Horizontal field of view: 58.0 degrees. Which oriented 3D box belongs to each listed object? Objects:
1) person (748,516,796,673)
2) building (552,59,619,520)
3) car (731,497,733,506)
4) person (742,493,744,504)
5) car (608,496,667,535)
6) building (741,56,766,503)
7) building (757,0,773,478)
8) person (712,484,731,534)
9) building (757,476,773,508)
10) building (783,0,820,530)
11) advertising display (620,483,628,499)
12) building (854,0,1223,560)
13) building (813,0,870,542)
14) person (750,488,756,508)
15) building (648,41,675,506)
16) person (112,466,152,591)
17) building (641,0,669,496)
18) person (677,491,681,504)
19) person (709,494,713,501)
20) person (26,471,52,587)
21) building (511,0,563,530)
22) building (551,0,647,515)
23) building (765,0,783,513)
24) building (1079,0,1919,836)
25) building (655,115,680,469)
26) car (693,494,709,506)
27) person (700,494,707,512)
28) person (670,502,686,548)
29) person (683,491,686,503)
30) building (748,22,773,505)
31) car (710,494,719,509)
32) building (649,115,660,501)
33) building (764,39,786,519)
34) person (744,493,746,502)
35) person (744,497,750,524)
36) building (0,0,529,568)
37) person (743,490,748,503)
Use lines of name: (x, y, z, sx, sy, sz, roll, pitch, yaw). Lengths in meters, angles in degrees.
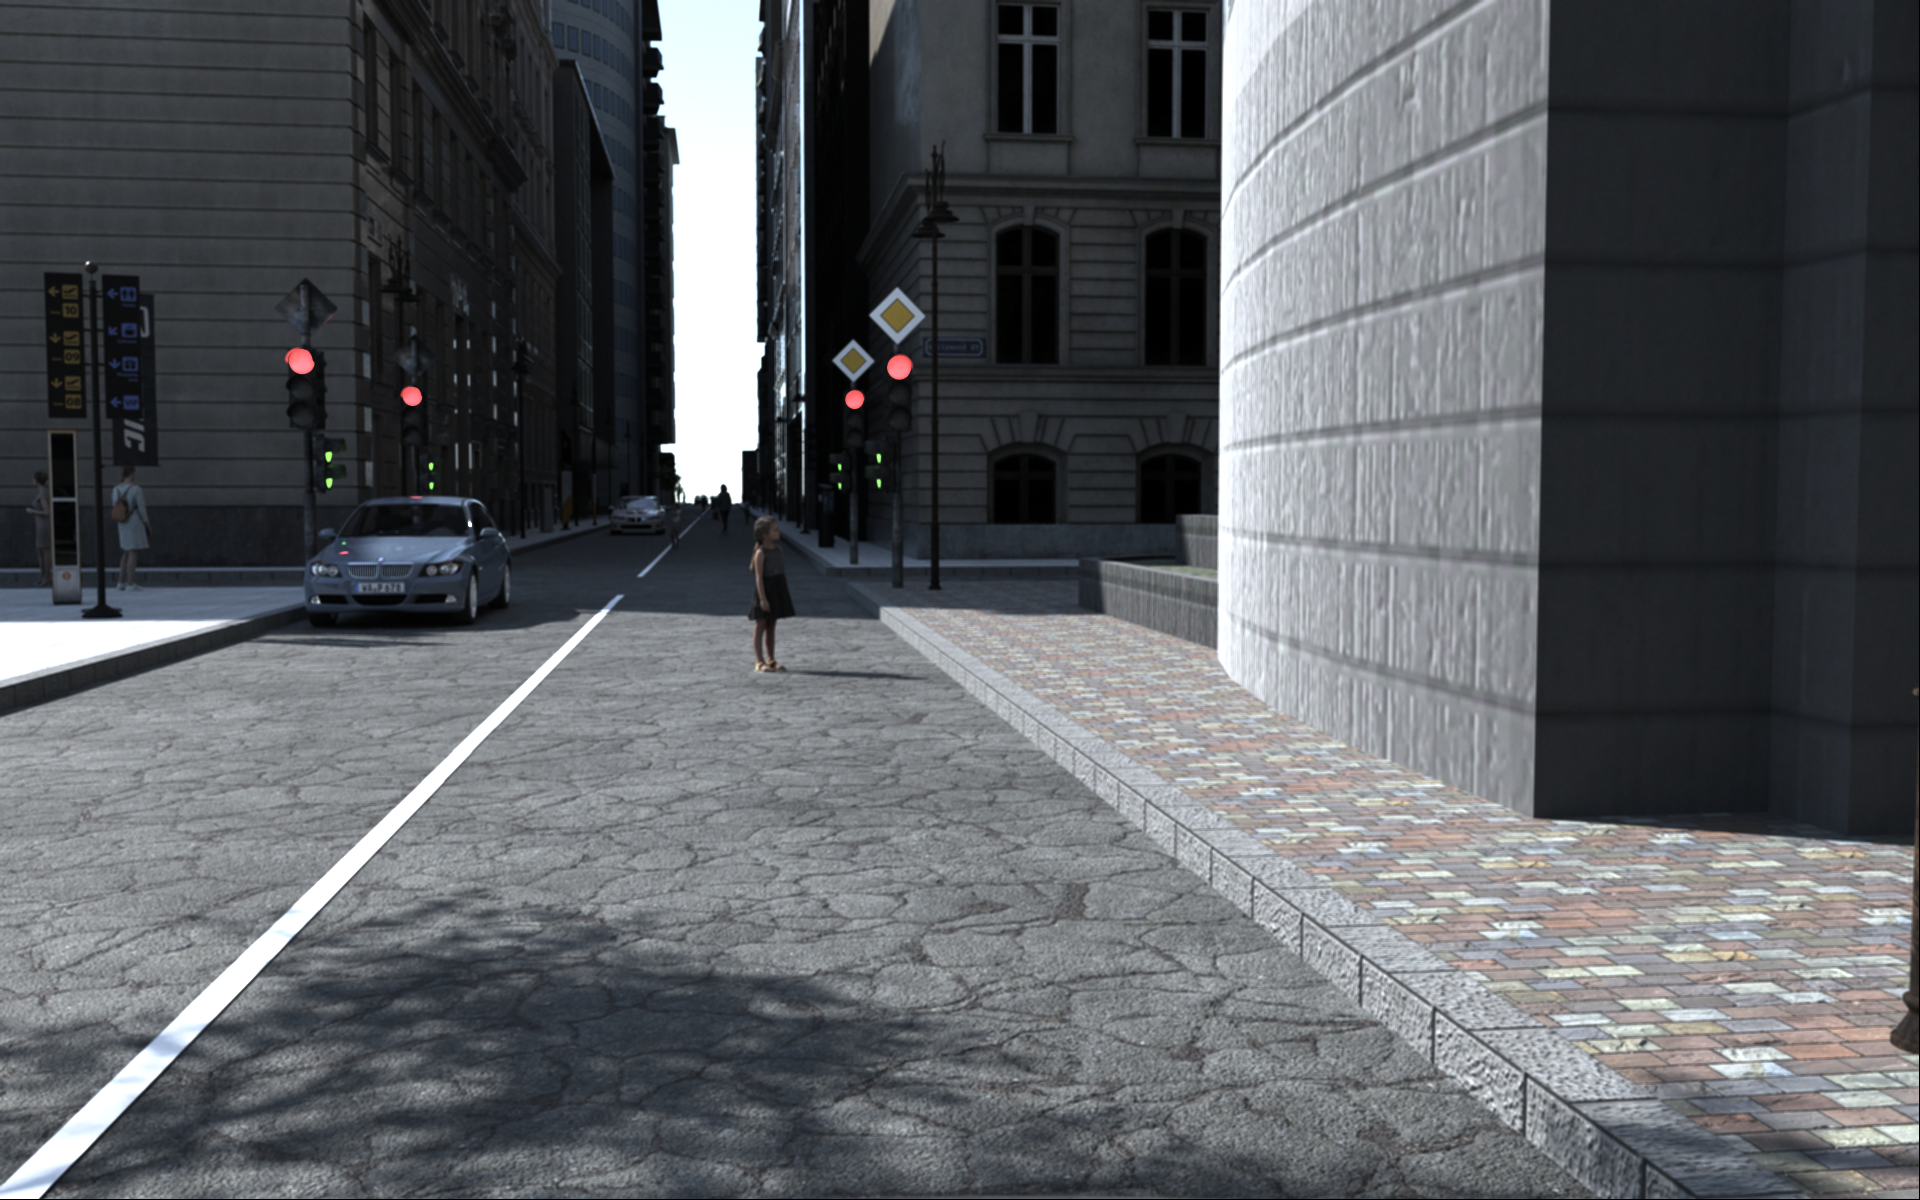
person: (-1.514, -0.051, 14.002, 0.373, 1.253, 0.362, 3, 4, 36)
building: (-25.694, -16.491, 88.695, 14.314, 24.678, 30.058, 0, 4, -8)
car: (-28.969, -12.430, 213.013, 2.009, 1.686, 4.222, 0, 4, -6)
person: (-27.433, -12.818, 218.877, 0.557, 1.426, 1.065, -1, 4, -19)
car: (-11.590, -3.063, 62.449, 2.083, 1.381, 4.827, -1, 4, -8)
building: (-20.268, -57.243, 248.600, 22.319, 86.520, 31.000, 0, 4, -8)
building: (-5.483, -29.916, 143.747, 22.147, 44.769, 28.867, 0, 4, -8)
person: (-8.501, -3.261, 61.993, 0.709, 1.800, 0.728, -2, 4, -35)
building: (-3.870, -29.332, 171.458, 32.217, 40.220, 23.993, 0, 4, -8)
building: (-0.945, -15.547, 72.219, 12.078, 24.808, 19.932, 0, 4, -8)
advertising display: (-19.024, -5.677, 98.026, 0.123, 1.923, 0.974, -2, 4, -32)
building: (15.247, -13.533, 40.341, 34.723, 24.649, 14.460, 0, 4, -8)
building: (1.980, -13.759, 54.646, 12.332, 23.373, 15.834, 0, 4, -8)
person: (-18.609, -9.123, 155.065, 0.599, 1.838, 0.709, 0, 4, 8)
building: (-43.026, -46.320, 195.579, 20.563, 71.187, 20.611, 0, 4, -8)
person: (-10.990, -0.971, 22.919, 0.512, 1.701, 0.522, 1, 4, 11)
building: (-36.163, -30.031, 145.639, 22.147, 44.769, 28.867, 0, 4, -8)
person: (-35.439, -12.894, 218.322, 0.593, 1.643, 0.415, -3, 5, -43)
person: (-29.537, -11.884, 206.057, 0.557, 1.426, 1.065, 3, 5, 40)
person: (-14.246, -1.100, 26.833, 0.374, 1.781, 0.599, -2, 4, -23)
building: (-22.188, -16.995, 63.776, 13.634, 28.700, 20.117, 0, 4, -8)
building: (-32.618, -35.133, 116.416, 21.231, 58.520, 28.212, 0, 4, -8)
building: (-6.410, -28.807, 121.111, 14.600, 45.320, 14.200, 0, 4, -8)
building: (12.391, -28.530, 8.458, 21.231, 58.520, 28.212, 0, 4, -8)
building: (-53.855, -39.990, 243.067, 28.713, 52.752, 27.495, 0, 4, -8)
car: (-32.660, -12.640, 218.670, 2.014, 1.417, 4.499, 0, 4, -7)
person: (-20.999, -7.947, 141.689, 0.557, 1.426, 1.065, 2, 4, 25)
person: (-7.524, -2.003, 46.268, 0.505, 1.210, 0.382, 1, 4, 20)
person: (-38.444, -14.376, 241.894, 0.445, 1.727, 0.742, -1, 4, -16)
building: (-16.901, -48.029, 223.531, 20.563, 71.187, 20.611, 0, 4, -8)
car: (-22.930, -9.397, 165.642, 2.014, 1.417, 4.499, 0, 4, -7)
building: (-36.766, -29.630, 168.039, 14.154, 41.232, 14.086, 0, 4, -8)
building: (-4.073, -18.174, 94.400, 12.463, 27.353, 25.104, 0, 4, -8)
person: (-27.555, -13.030, 222.343, 0.557, 1.426, 1.065, -2, 4, -31)
person: (-10.243, -4.309, 83.196, 0.306, 1.304, 0.590, 0, 4, 7)
building: (-17.810, -14.911, 41.052, 12.463, 27.353, 25.104, 0, 4, -8)
person: (-28.384, -13.634, 228.943, 0.705, 1.826, 1.348, -2, 4, -27)
